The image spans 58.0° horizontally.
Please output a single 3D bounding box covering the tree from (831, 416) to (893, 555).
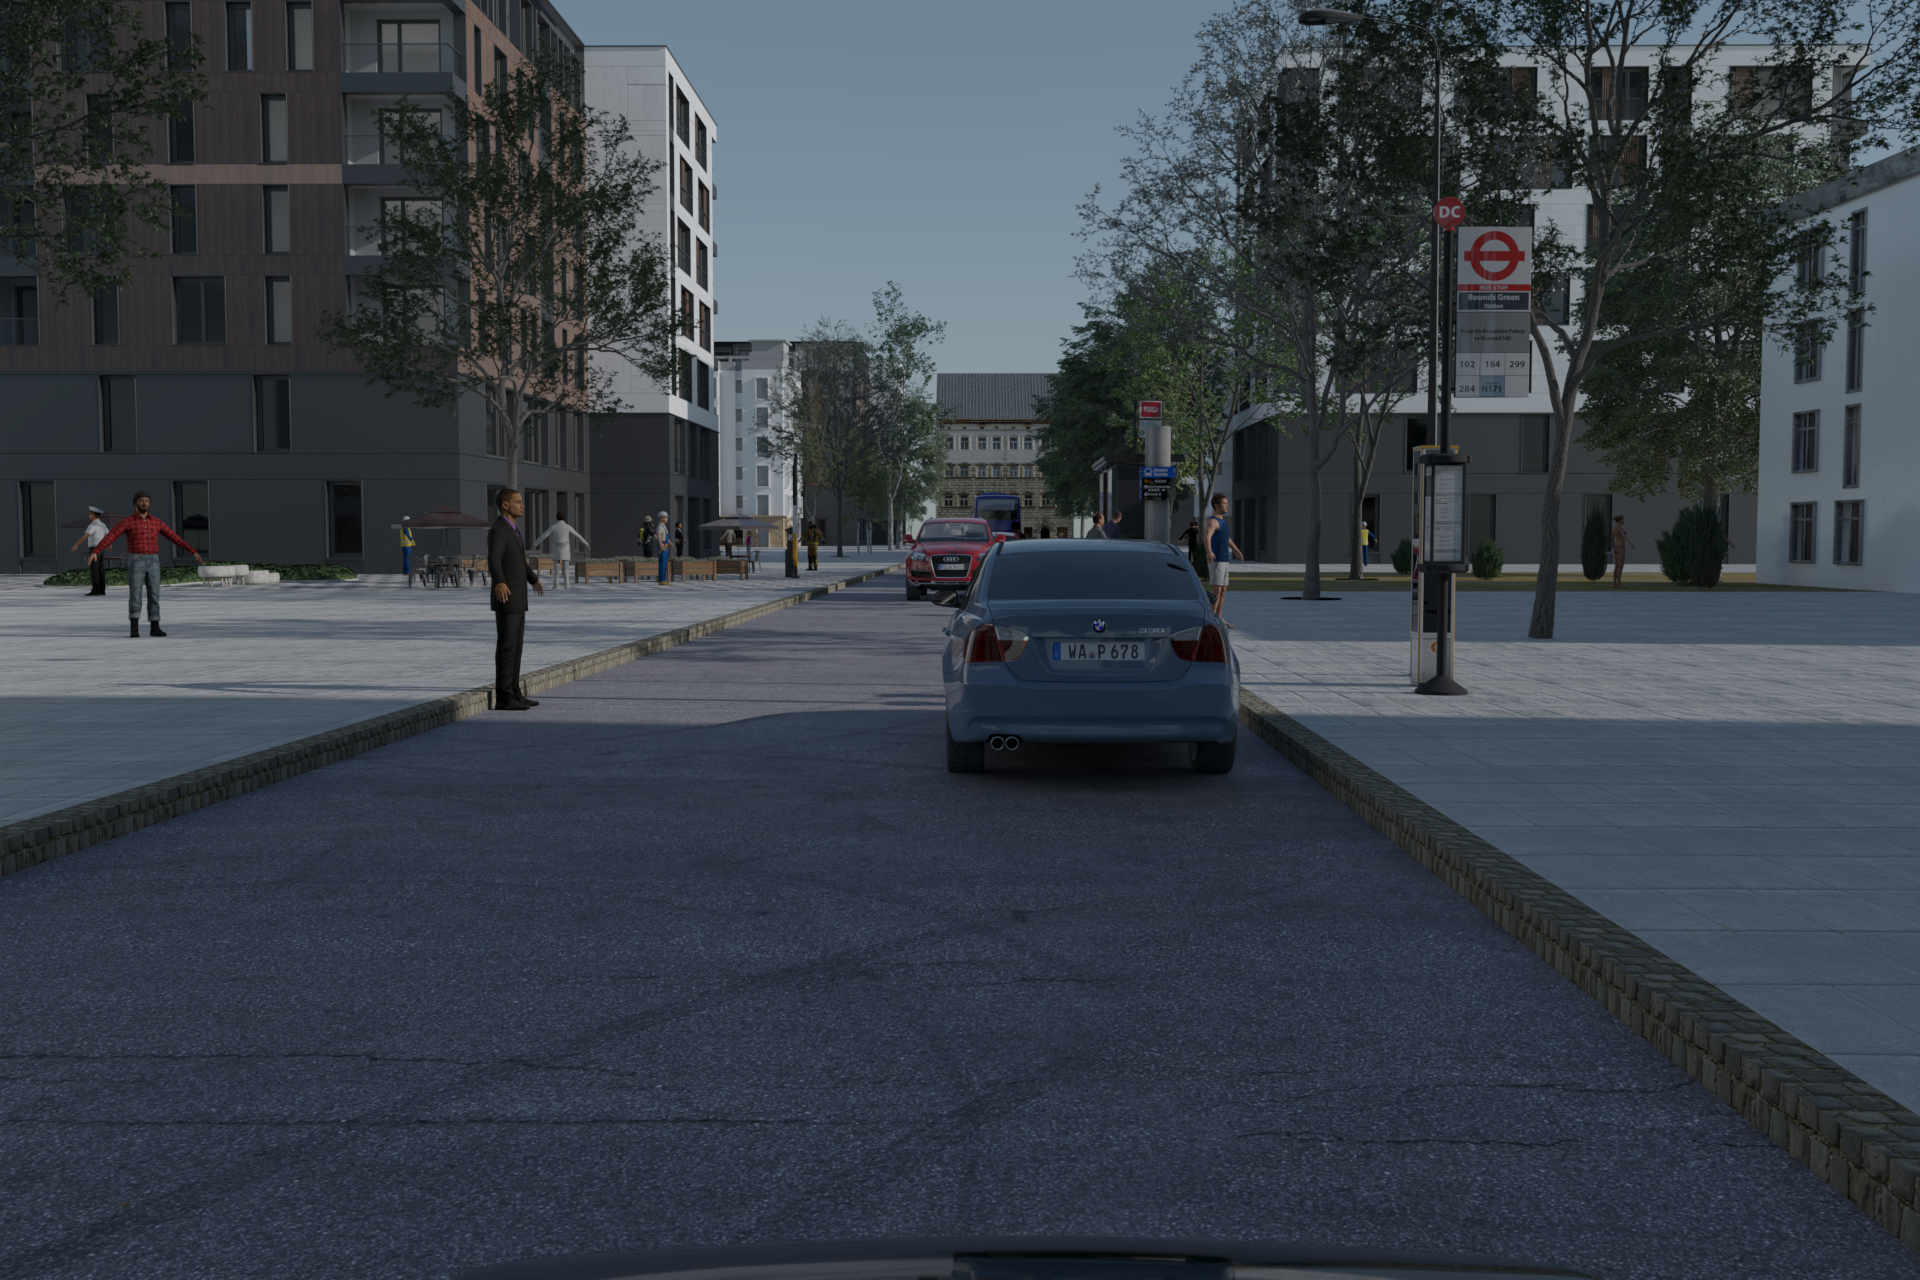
[{"bbox_3d":[-6.139,-9.459,105.023,4.737,8.622,4.395,0,3,0],"label":"tree"}]

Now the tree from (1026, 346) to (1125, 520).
[{"bbox_3d":[9.417,-12.862,116.953,9.857,13.997,8.962,0,3,0],"label":"tree"}]

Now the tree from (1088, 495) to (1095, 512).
[{"bbox_3d":[10.164,-10.825,127.347,4.737,8.622,4.395,0,3,0],"label":"tree"}]

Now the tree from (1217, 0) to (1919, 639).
[{"bbox_3d":[7.223,-5.277,20.686,8.767,10.594,7.601,-1,4,-14],"label":"tree"}]

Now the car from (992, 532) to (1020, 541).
[{"bbox_3d":[1.012,-2.457,49.206,2.155,1.783,4.494,0,4,1],"label":"car"}]

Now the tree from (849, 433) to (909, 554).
[{"bbox_3d":[-6.039,-9.928,112.684,4.360,8.622,3.978,0,3,0],"label":"tree"}]

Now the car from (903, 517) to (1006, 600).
[{"bbox_3d":[-0.107,-1.858,39.056,2.281,1.827,5.304,0,4,2],"label":"car"}]

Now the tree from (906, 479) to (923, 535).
[{"bbox_3d":[-6.283,-17.193,231.463,4.360,8.622,3.978,0,3,0],"label":"tree"}]

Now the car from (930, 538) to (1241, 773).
[{"bbox_3d":[0.791,0.020,11.673,2.014,1.417,4.499,0,4,1],"label":"car"}]

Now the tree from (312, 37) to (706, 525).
[{"bbox_3d":[-8.047,-5.960,31.854,7.601,10.594,8.767,-3,5,-42],"label":"tree"}]

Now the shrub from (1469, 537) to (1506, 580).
[{"bbox_3d":[14.661,-2.266,48.160,1.383,1.207,1.383,0,3,0],"label":"shrub"}]

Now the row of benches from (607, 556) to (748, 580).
[{"bbox_3d":[-8.028,-2.034,48.721,4.104,0.672,1.422,1,4,9],"label":"row of benches"}]

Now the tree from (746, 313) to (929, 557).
[{"bbox_3d":[-6.770,-11.371,96.290,12.009,13.543,11.850,0,3,0],"label":"tree"}]

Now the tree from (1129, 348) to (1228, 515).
[{"bbox_3d":[8.463,-7.276,69.317,4.737,8.622,4.395,0,3,0],"label":"tree"}]

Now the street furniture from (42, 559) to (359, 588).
[{"bbox_3d":[-19.828,-1.870,46.197,5.734,0.657,10.072,0,4,5],"label":"street furniture"}]

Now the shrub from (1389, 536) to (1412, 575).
[{"bbox_3d":[14.171,-2.685,55.009,1.383,1.207,1.383,0,3,0],"label":"shrub"}]

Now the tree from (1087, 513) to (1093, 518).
[{"bbox_3d":[19.817,-18.253,232.843,7.601,10.594,8.767,0,4,-5],"label":"tree"}]

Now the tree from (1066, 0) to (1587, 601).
[{"bbox_3d":[6.992,-7.519,33.306,12.009,13.543,11.850,0,3,0],"label":"tree"}]

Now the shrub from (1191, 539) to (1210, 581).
[{"bbox_3d":[6.736,-2.221,47.424,1.383,1.207,1.383,0,3,0],"label":"shrub"}]

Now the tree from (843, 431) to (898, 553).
[{"bbox_3d":[-6.351,-10.360,119.754,4.737,8.622,4.395,0,3,0],"label":"tree"}]

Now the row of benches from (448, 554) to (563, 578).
[{"bbox_3d":[-13.654,-2.272,52.617,1.422,0.672,4.104,3,4,36],"label":"row of benches"}]

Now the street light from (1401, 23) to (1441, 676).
[{"bbox_3d":[4.770,-2.625,15.452,1.470,5.913,1.316,0,4,1],"label":"street light"}]

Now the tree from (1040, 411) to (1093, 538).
[{"bbox_3d":[10.211,-13.570,139.990,7.486,12.596,7.792,0,3,0],"label":"tree"}]

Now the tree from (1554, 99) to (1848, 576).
[{"bbox_3d":[22.922,-8.918,52.470,9.857,13.997,8.962,0,3,0],"label":"tree"}]

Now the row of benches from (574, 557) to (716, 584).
[{"bbox_3d":[-8.383,-1.865,45.955,4.104,0.672,1.422,-3,5,-40],"label":"row of benches"}]

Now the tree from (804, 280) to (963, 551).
[{"bbox_3d":[-6.099,-16.895,132.129,12.611,20.169,13.585,0,3,0],"label":"tree"}]

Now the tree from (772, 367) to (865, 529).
[{"bbox_3d":[-6.730,-7.725,76.666,4.360,8.622,3.978,0,3,0],"label":"tree"}]

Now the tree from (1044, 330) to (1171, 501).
[{"bbox_3d":[8.458,-10.780,94.383,7.486,12.596,7.792,0,3,0],"label":"tree"}]

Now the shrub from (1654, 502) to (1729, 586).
[{"bbox_3d":[18.163,-2.381,42.969,1.661,2.075,1.752,0,3,0],"label":"shrub"}]

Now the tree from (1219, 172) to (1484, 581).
[{"bbox_3d":[11.210,-7.470,47.888,9.928,11.665,9.643,0,3,0],"label":"tree"}]

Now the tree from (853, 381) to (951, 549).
[{"bbox_3d":[-5.146,-14.628,145.830,9.857,13.997,8.962,0,3,0],"label":"tree"}]

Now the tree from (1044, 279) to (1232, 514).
[{"bbox_3d":[8.541,-10.799,83.226,9.857,13.997,8.962,0,3,0],"label":"tree"}]

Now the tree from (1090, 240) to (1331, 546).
[{"bbox_3d":[8.540,-8.187,59.611,9.928,11.665,9.643,0,3,0],"label":"tree"}]

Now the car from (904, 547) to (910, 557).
[{"bbox_3d":[-0.848,-2.874,59.346,2.083,1.381,4.827,0,4,1],"label":"car"}]

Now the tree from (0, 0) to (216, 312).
[{"bbox_3d":[-9.356,-4.795,12.814,7.601,10.594,8.767,-1,4,-23],"label":"tree"}]
